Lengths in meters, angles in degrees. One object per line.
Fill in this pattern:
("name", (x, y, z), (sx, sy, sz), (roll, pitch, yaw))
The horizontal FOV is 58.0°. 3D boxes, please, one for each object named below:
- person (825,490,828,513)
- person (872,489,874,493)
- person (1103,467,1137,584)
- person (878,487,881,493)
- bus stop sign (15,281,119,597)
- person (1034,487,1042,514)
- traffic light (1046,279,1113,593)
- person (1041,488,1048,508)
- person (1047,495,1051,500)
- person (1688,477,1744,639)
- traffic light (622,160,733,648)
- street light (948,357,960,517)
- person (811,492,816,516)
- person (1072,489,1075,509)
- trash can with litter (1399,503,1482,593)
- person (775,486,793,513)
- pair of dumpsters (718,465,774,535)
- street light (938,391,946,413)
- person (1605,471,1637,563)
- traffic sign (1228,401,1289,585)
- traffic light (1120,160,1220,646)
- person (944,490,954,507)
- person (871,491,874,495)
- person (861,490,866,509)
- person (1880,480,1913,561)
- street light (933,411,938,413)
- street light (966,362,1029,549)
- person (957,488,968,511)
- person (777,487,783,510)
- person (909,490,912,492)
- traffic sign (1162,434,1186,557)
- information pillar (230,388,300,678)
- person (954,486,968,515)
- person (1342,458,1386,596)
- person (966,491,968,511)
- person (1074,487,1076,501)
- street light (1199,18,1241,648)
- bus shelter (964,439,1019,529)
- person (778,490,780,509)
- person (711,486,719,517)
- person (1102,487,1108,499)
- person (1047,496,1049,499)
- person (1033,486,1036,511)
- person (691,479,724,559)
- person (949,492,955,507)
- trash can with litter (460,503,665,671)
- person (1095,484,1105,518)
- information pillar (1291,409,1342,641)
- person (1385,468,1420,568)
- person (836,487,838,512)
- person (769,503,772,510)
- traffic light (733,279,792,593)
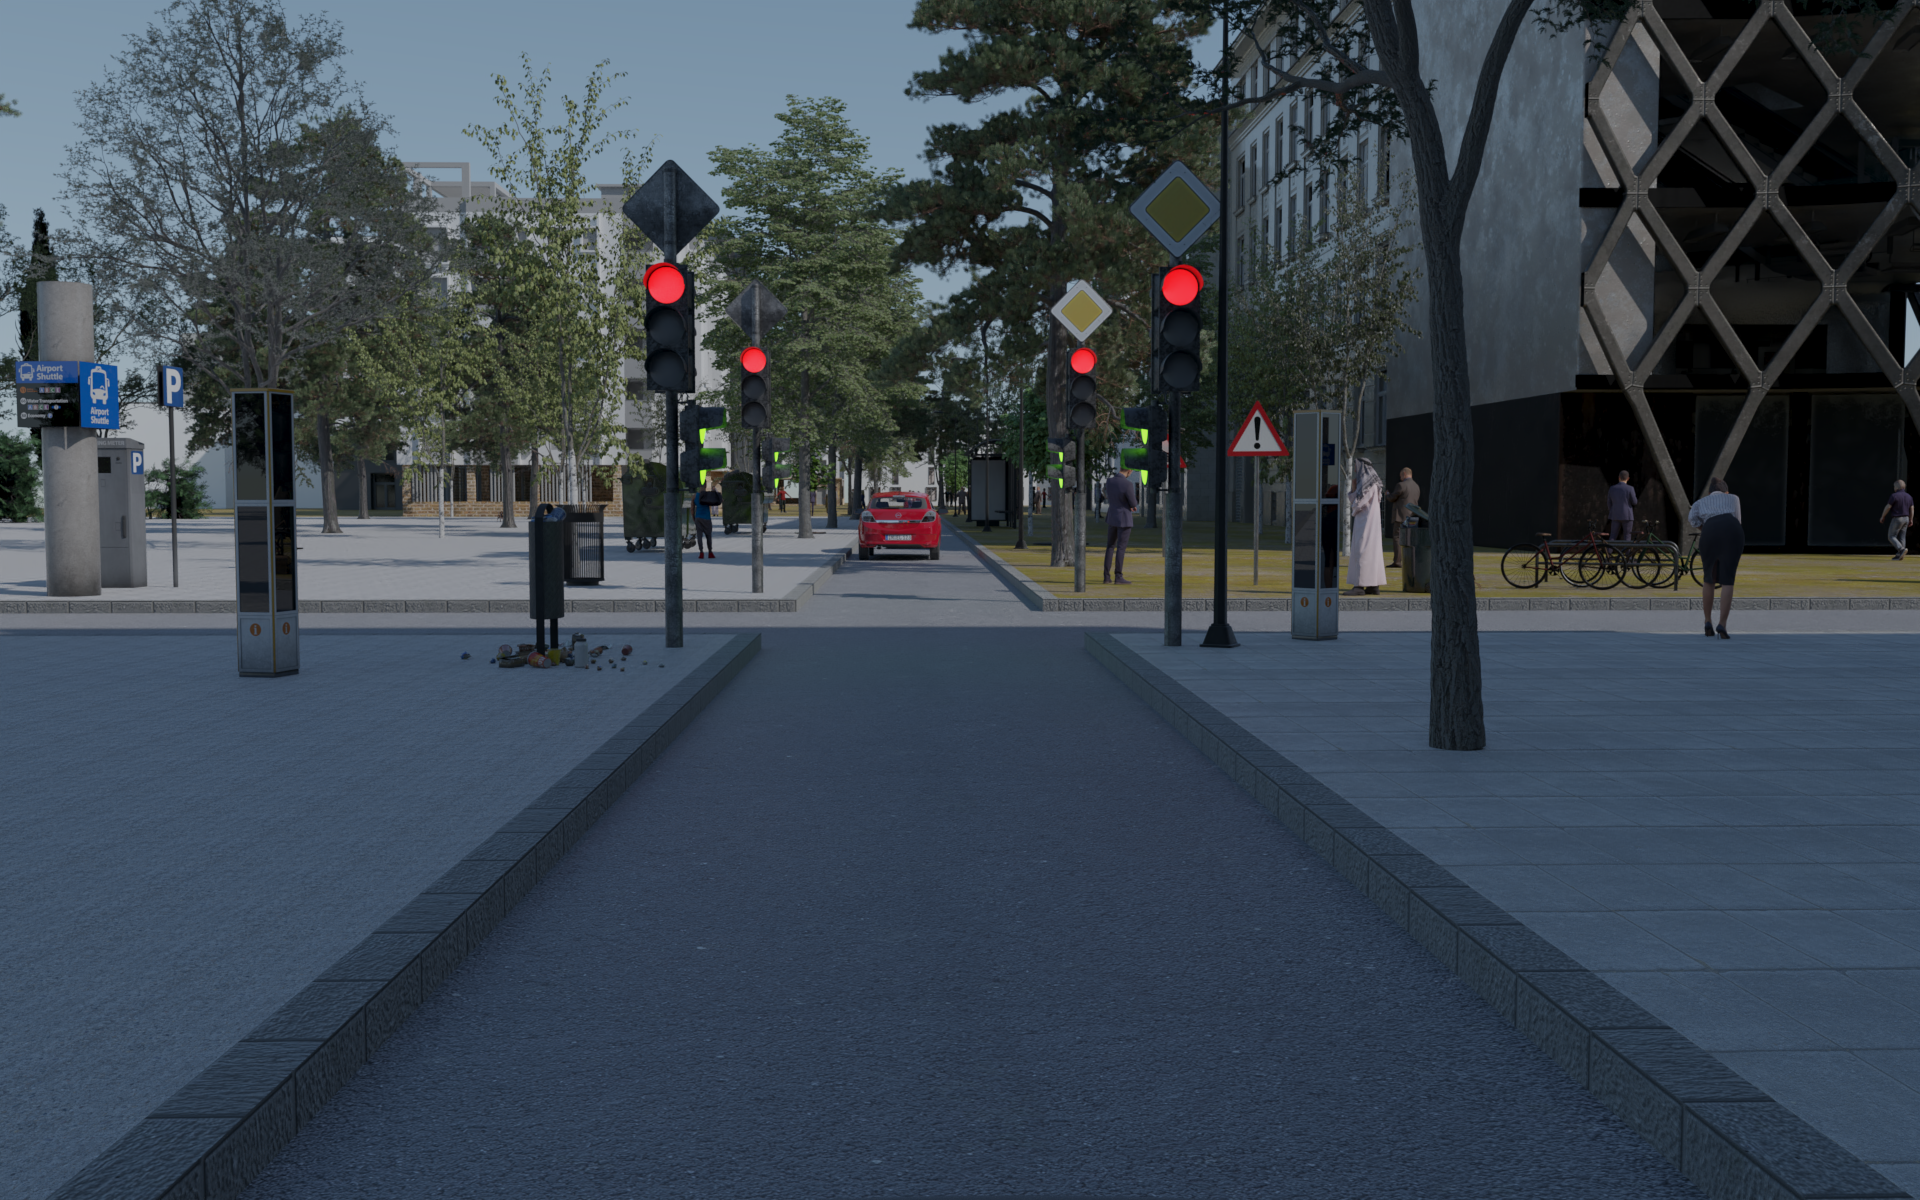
("person", (-8.733, -6.649, 115.478), (0.721, 1.736, 1.217), (0, 4, -4))
("person", (-8.210, -9.778, 166.597), (0.721, 1.739, 1.217), (-1, 4, -18))
("person", (2.321, -1.114, 24.712), (0.568, 1.767, 0.683), (-3, 5, -43))
("person", (-6.044, -7.577, 129.943), (0.705, 1.823, 1.348), (0, 4, -7))
("bus stop sign", (-11.199, -2.004, 21.782), (0.837, 3.901, 0.837), (0, 4, 6))
("person", (4.954, -6.351, 110.442), (0.434, 1.755, 0.990), (-1, 4, -23))
("traffic light", (1.549, -2.035, 22.520), (0.839, 4.213, 0.868), (0, 4, -2))
("person", (7.731, -9.311, 158.213), (0.705, 1.831, 1.348), (-2, 4, -32))
("person", (6.019, -6.135, 106.330), (1.348, 1.826, 0.705), (1, 4, 20))
("person", (6.825, -0.386, 15.549), (0.628, 1.438, 0.799), (-1, 4, -9))
("traffic light", (-2.377, -1.539, 14.401), (0.839, 4.213, 0.868), (0, 4, -2))
("street light", (0.382, -5.283, 58.910), (1.470, 5.913, 1.316), (0, 4, -2))
("person", (-8.711, -5.741, 100.353), (0.683, 1.767, 0.568), (-2, 4, -30))
("person", (9.636, -8.503, 145.874), (0.445, 1.727, 0.742), (-2, 4, -28))
("trash can with litter", (6.240, -0.680, 22.510), (1.055, 1.170, 0.624), (1, 4, 21))
("person", (-12.135, -6.908, 118.925), (1.348, 1.831, 0.705), (-2, 4, -32))
("pair of dumpsters", (-6.987, -3.303, 56.493), (1.574, 2.255, 4.436), (0, 4, -2))
("street light", (-0.141, -6.484, 78.547), (1.470, 5.913, 1.316), (0, 4, -2))
("person", (12.211, -1.527, 31.931), (0.530, 1.710, 0.541), (-2, 4, -33))
("traffic sign", (4.157, -1.484, 24.275), (0.884, 2.594, 0.081), (0, 4, 6))
("traffic light", (1.782, -1.547, 14.538), (0.839, 4.213, 0.868), (0, 4, -2))
("person", (-1.210, -9.802, 165.937), (1.348, 1.869, 0.705), (-2, 4, -35))
("person", (-7.244, -8.562, 146.478), (0.683, 1.767, 0.568), (-1, 4, -23))
("person", (-5.251, -5.267, 94.705), (0.613, 1.512, 0.480), (1, 4, 12))
("person", (18.098, -1.541, 33.445), (0.569, 1.553, 0.471), (2, 4, 24))
("street light", (-0.794, -7.620, 97.128), (1.470, 5.913, 1.316), (0, 4, -2))
("street light", (0.888, -4.146, 40.333), (1.470, 5.913, 1.316), (0, 4, -2))
("person", (0.243, -7.443, 128.259), (1.217, 1.766, 0.721), (-2, 4, -32))
("person", (-14.523, -8.198, 140.169), (0.705, 1.814, 1.350), (-1, 4, -19))
("person", (-3.248, -6.418, 114.380), (0.756, 1.711, 0.436), (2, 4, 27))
("traffic sign", (4.140, -2.147, 35.099), (0.884, 2.594, 0.081), (0, 4, 7))
("information pillar", (-4.885, -0.471, 12.188), (0.304, 2.012, 0.304), (1, 4, 13))
("person", (0.080, -6.122, 106.684), (0.990, 1.755, 0.434), (-1, 4, -14))
("person", (5.123, -0.935, 21.992), (0.621, 1.740, 0.551), (0, 4, -5))
("person", (0.672, -7.831, 134.177), (1.348, 1.812, 0.705), (3, 5, 41))
("person", (7.923, -6.730, 116.757), (0.721, 1.739, 1.217), (-1, 4, -12))
("street light", (1.649, -2.560, 14.396), (1.470, 5.913, 1.316), (0, 4, -2))
("bus shelter", (1.248, -4.418, 66.156), (2.014, 3.302, 5.546), (0, 4, -2))
("person", (-15.057, -8.420, 144.514), (0.445, 1.727, 0.742), (-1, 4, -22))
("person", (-14.001, -5.628, 98.722), (0.551, 1.740, 0.621), (-1, 4, -15))
("person", (4.525, -2.701, 51.670), (0.517, 1.644, 0.566), (-1, 4, -16))
("person", (7.496, -7.994, 137.536), (1.217, 1.735, 0.721), (2, 4, 31))
("person", (5.490, -7.478, 127.935), (0.705, 1.869, 1.348), (0, 4, -7))
("person", (-5.015, -1.619, 34.377), (0.647, 1.594, 0.662), (0, 4, -8))
("person", (-0.827, -10.268, 173.954), (0.705, 1.821, 1.348), (3, 5, 41))
("trash can with litter", (-3.048, -0.153, 13.558), (1.678, 1.210, 2.233), (0, 4, -2))
("person", (7.531, -5.313, 92.771), (0.599, 1.838, 0.709), (3, 4, 36))
("information pillar", (3.133, -0.657, 15.241), (0.304, 2.012, 0.304), (-3, 5, -40))
("person", (7.694, -1.436, 30.209), (0.600, 1.739, 0.565), (2, 4, 27))
("person", (-8.796, -7.150, 122.940), (0.705, 1.824, 1.348), (0, 4, -1))
("person", (-15.316, -8.011, 137.823), (0.445, 1.727, 0.742), (3, 5, 42))
("traffic light", (-2.610, -2.027, 22.383), (0.839, 4.213, 0.868), (0, 4, -2))
